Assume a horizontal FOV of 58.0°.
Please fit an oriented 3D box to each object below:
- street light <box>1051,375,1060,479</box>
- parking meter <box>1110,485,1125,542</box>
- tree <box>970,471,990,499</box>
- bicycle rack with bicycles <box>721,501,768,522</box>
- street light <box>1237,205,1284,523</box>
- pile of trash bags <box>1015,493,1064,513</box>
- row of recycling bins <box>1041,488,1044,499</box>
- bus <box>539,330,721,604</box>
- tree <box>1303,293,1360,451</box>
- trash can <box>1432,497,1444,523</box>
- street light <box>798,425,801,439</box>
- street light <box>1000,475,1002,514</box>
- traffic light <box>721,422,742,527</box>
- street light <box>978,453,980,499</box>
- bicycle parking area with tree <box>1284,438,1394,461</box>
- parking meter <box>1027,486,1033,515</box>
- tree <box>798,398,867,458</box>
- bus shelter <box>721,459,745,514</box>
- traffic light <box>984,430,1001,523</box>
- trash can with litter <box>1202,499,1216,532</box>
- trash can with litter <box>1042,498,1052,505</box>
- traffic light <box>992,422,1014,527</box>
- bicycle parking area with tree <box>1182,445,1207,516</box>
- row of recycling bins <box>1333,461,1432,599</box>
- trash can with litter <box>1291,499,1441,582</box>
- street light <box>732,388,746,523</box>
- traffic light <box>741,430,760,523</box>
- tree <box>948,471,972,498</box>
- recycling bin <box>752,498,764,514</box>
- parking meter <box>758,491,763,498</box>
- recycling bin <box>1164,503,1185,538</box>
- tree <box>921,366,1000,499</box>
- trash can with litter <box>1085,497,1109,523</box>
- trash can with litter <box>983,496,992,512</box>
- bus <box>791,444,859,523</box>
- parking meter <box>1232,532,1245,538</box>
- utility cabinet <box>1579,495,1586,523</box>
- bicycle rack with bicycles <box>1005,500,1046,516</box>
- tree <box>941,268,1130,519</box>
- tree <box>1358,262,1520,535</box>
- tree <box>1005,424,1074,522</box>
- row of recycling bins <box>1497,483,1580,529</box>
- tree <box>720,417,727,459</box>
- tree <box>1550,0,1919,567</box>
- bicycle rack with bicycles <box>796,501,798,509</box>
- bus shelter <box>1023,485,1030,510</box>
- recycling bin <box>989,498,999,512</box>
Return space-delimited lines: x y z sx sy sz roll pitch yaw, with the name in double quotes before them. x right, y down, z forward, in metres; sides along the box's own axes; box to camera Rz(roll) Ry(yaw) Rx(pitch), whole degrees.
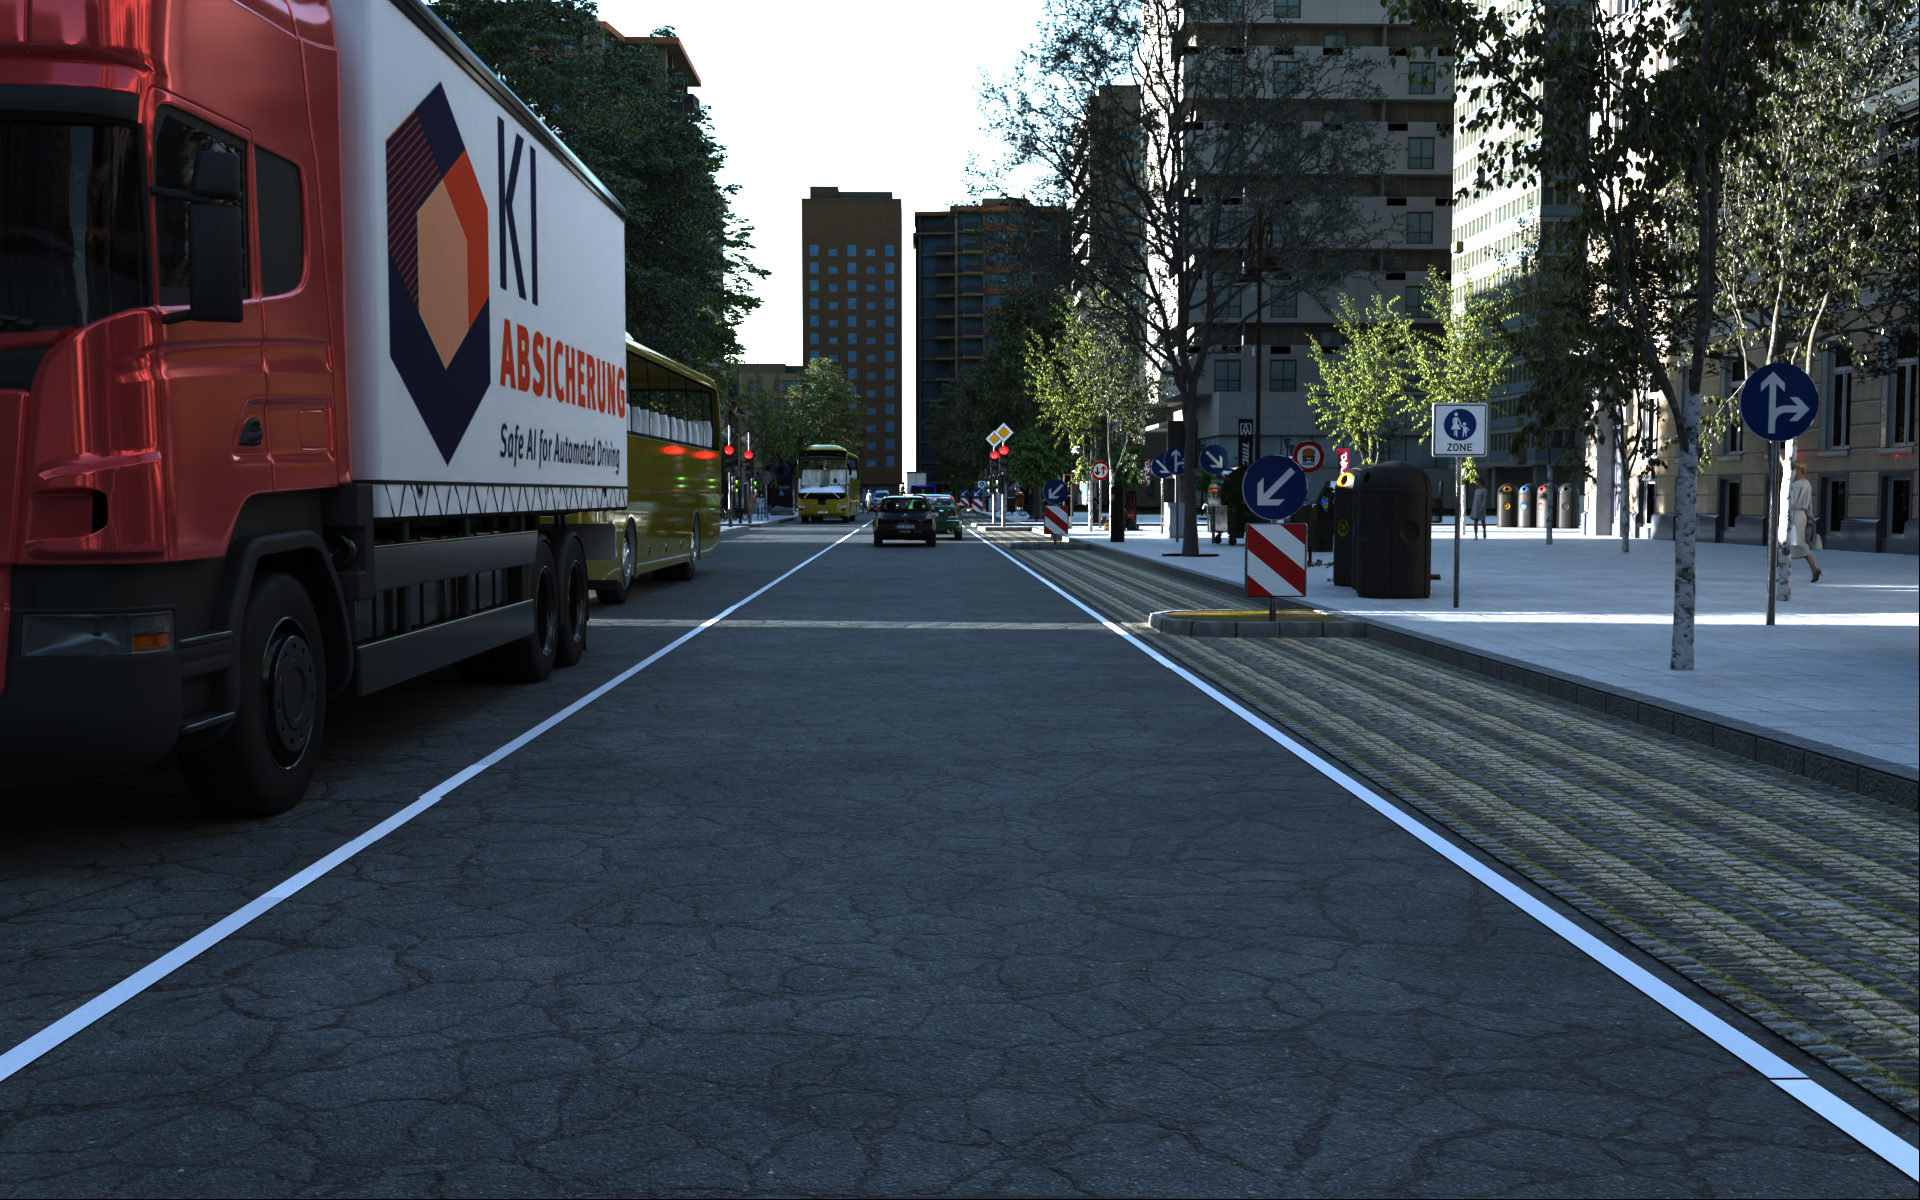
"street light" 3.761 -5.802 67.647 0.468 5.910 1.993 0 4 -1
"parking meter" 4.224 -2.324 46.415 0.372 1.533 0.369 0 3 0
"tree" 1.801 -9.165 144.455 1.663 3.219 1.824 0 3 0
"bicycle rack with bicycles" -10.573 -4.385 85.077 2.852 0.926 2.925 -1 4 -15
"street light" 4.840 -3.382 28.089 0.468 5.910 1.993 0 4 -1
"pile of trash bags" 5.256 -6.275 112.344 3.447 1.369 1.912 -1 4 -13
"row of recycling bins" 6.207 -7.149 124.004 1.069 1.692 3.534 -1 4 -10
"bus" -5.583 -2.094 25.780 2.896 3.916 12.252 0 4 -1
"tree" 14.452 -6.807 61.660 4.737 8.622 4.395 0 3 0
"trash can" 20.973 -3.967 76.508 0.748 1.137 0.748 0 3 0
"street light" -10.717 -8.759 115.990 0.468 5.910 1.993 0 4 -1
"street light" 2.641 -8.390 109.965 0.468 5.910 1.993 0 4 -1
"traffic light" -8.965 -4.816 67.666 0.839 4.253 0.868 0 4 -1
"street light" 1.681 -10.810 149.526 0.468 5.910 1.993 0 4 -1
"bicycle parking area with tree" 19.484 -6.262 89.391 8.231 4.147 9.016 1 4 18
"parking meter" 4.438 -6.266 108.162 0.399 1.863 0.255 2 4 28
"tree" -12.324 -13.600 156.768 8.767 10.594 7.601 0 4 8
"bus shelter" -14.350 -7.779 104.822 2.179 5.291 8.768 0 4 -2
"traffic light" 1.485 -5.322 75.940 0.839 4.253 0.868 0 4 -1
"trash can with litter" 8.588 -2.855 58.067 0.624 1.170 1.055 2 4 33
"trash can with litter" 5.637 -6.057 110.425 0.624 1.170 1.055 1 4 19
"traffic light" 1.692 -4.834 67.958 0.839 4.253 0.868 0 4 -1
"bicycle parking area with tree" 16.755 -6.982 101.160 8.231 4.147 9.016 1 4 13
"row of recycling bins" 5.580 -0.962 22.846 1.069 1.692 3.534 0 4 6
"trash can with litter" 6.320 -0.911 25.949 2.233 1.210 1.678 -1 4 -23
"street light" -9.644 -6.305 75.880 0.468 5.910 1.993 0 4 -1
"traffic light" -9.172 -5.304 75.649 0.839 4.253 0.868 0 4 -1
"tree" -0.003 -14.172 215.420 4.285 4.588 4.351 0 3 0
"recycling bin" -13.286 -6.181 113.614 0.722 1.027 0.722 3 5 43
"parking meter" -14.330 -7.113 124.705 0.372 1.533 0.369 0 3 0
"recycling bin" 6.388 -2.331 50.670 0.722 1.027 0.722 0 4 -4
"tree" 1.369 -16.019 168.565 9.857 13.997 8.962 0 3 0
"trash can with litter" 5.989 -3.925 75.569 1.055 1.170 0.624 -3 5 -43
"trash can with litter" 2.139 -6.981 125.519 0.624 1.170 1.055 2 4 25
"bus" -6.735 -5.985 89.403 2.896 3.916 12.252 0 4 -1
"parking meter" 8.100 -2.732 50.372 0.399 1.863 0.255 -1 4 -10
"utility cabinet" 28.367 -4.085 77.950 1.020 1.237 0.306 3 5 42
"bicycle rack with bicycles" 4.331 -5.361 101.032 2.925 0.926 2.852 3 5 41
"tree" 3.832 -10.462 88.062 9.611 12.733 9.660 0 3 0
"tree" 15.610 -6.352 54.225 4.737 8.622 4.395 0 3 0
"tree" 3.574 -5.911 80.358 4.285 4.588 4.351 0 3 0
"row of recycling bins" 21.954 -3.588 65.784 1.069 1.692 3.534 -2 4 -35
"tree" -19.839 -11.274 134.689 4.360 8.622 3.978 0 3 0
"tree" 14.031 -5.862 30.253 7.601 10.594 8.767 1 4 9
"bicycle rack with bicycles" -11.984 -7.579 137.296 2.925 0.926 2.852 -2 4 -25
"bus shelter" 5.421 -8.502 130.283 1.731 3.624 6.357 0 4 -2
"recycling bin" 2.406 -6.821 124.084 0.722 1.027 0.722 0 4 1
